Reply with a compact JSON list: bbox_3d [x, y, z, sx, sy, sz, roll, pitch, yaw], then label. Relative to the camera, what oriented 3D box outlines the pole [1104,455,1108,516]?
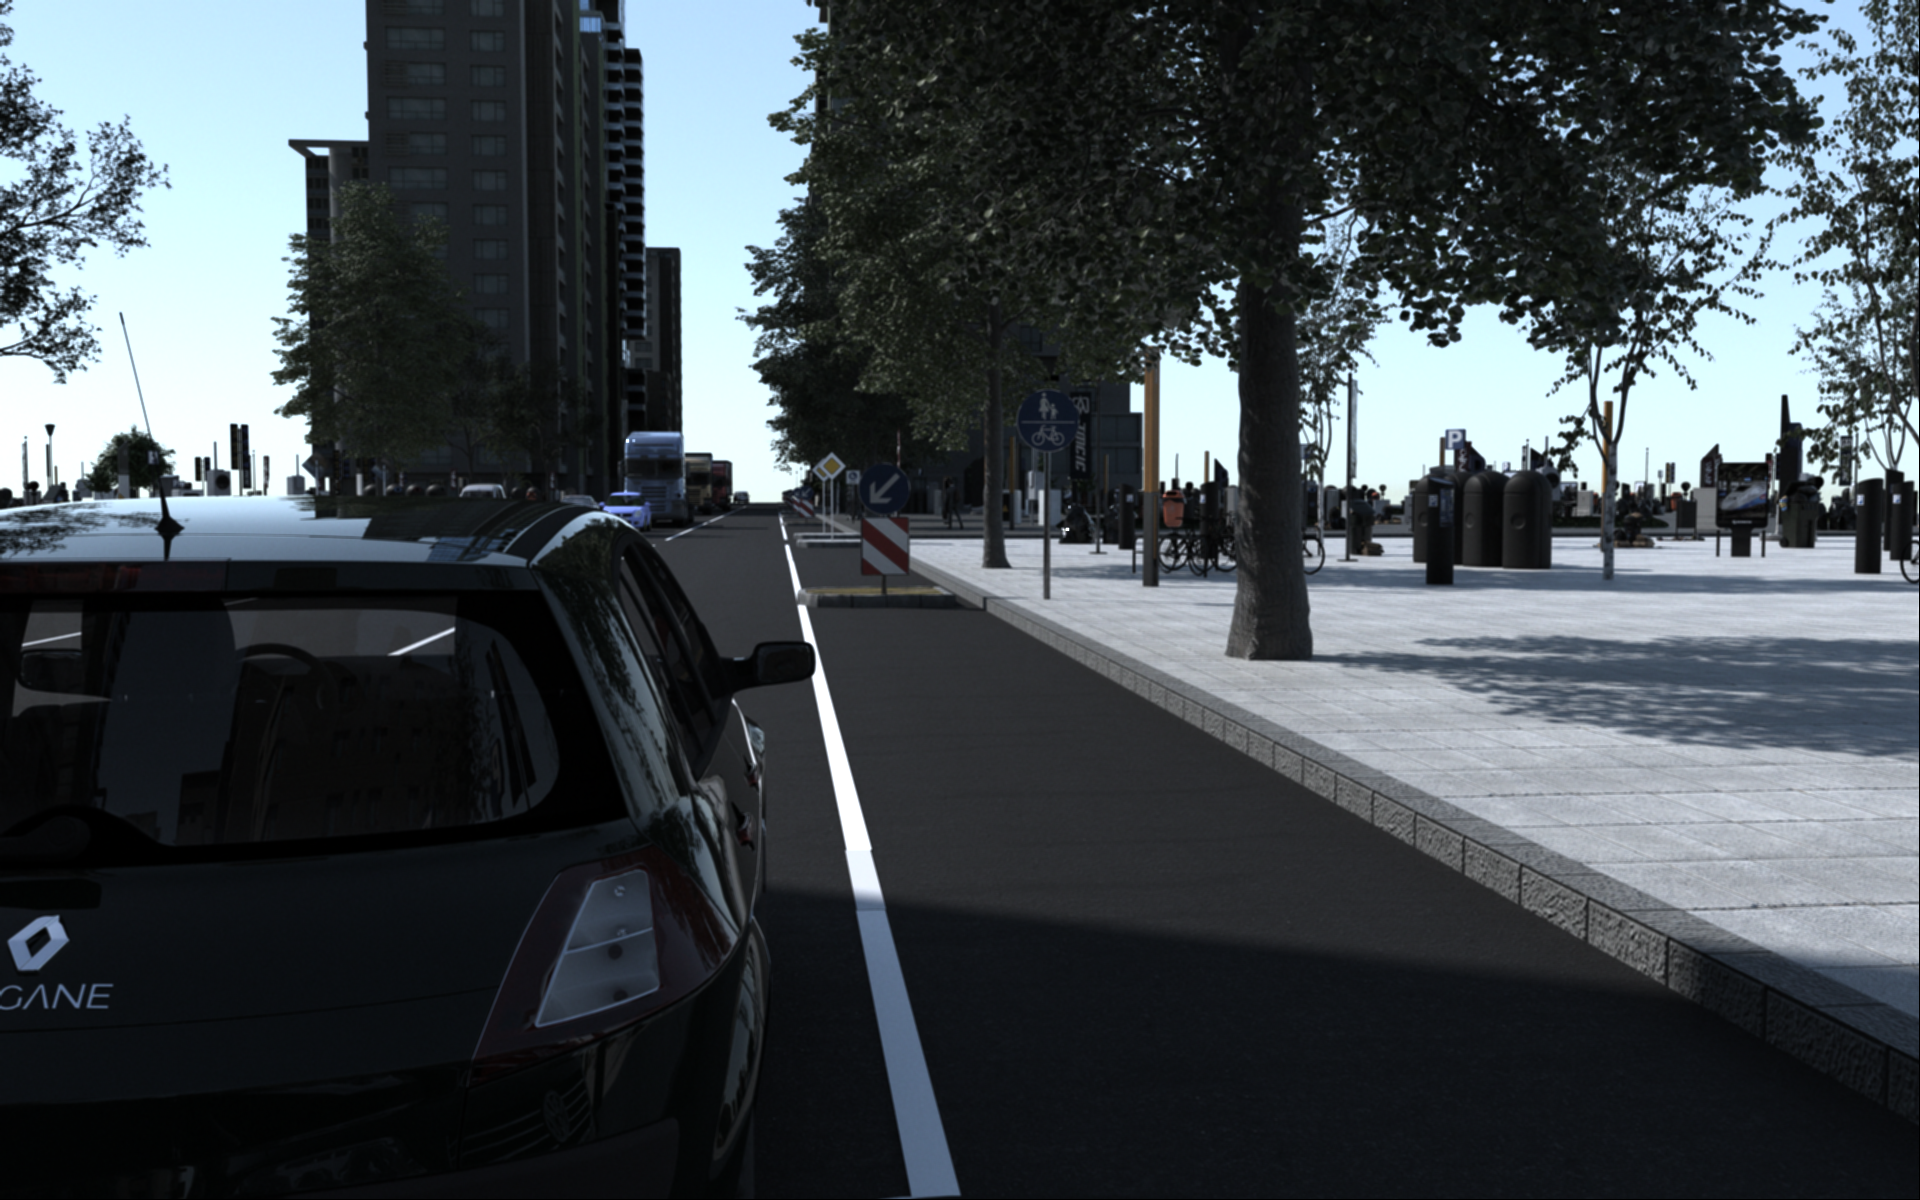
[{"bbox_3d":[7.532,-5.849,89.472,0.158,3.312,0.155,0,3,0],"label":"pole"}]

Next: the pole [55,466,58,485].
[{"bbox_3d":[-64.796,-7.974,124.220,0.158,3.312,0.155,0,3,0],"label":"pole"}]

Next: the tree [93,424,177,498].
[{"bbox_3d":[-37.750,-5.837,79.145,4.285,4.588,4.351,0,3,0],"label":"tree"}]

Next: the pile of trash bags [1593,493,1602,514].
[{"bbox_3d":[47.844,-7.516,132.634,3.447,1.369,1.912,2,4,25],"label":"pile of trash bags"}]

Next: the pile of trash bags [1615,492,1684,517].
[{"bbox_3d":[34.417,-4.706,86.703,3.447,1.369,1.912,3,4,38],"label":"pile of trash bags"}]

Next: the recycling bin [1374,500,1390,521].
[{"bbox_3d":[19.245,-4.066,79.038,0.722,1.027,0.722,1,4,13],"label":"recycling bin"}]

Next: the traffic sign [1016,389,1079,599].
[{"bbox_3d":[1.060,-1.281,21.043,0.768,2.556,0.104,0,4,-6],"label":"traffic sign"}]

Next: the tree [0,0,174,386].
[{"bbox_3d":[-17.792,-5.766,28.682,7.601,10.594,8.767,1,4,13],"label":"tree"}]

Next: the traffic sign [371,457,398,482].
[{"bbox_3d":[-17.957,-3.170,54.025,0.795,2.593,0.064,0,4,-6],"label":"traffic sign"}]

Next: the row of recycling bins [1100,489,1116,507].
[{"bbox_3d":[11.340,-7.587,131.154,3.534,1.692,1.069,3,4,37],"label":"row of recycling bins"}]

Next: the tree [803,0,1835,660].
[{"bbox_3d":[2.508,-6.514,13.158,9.857,13.997,8.962,0,3,0],"label":"tree"}]

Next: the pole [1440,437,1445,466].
[{"bbox_3d":[17.286,-4.176,62.117,0.158,3.312,0.155,0,3,0],"label":"pole"}]

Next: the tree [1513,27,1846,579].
[{"bbox_3d":[9.952,-4.624,25.957,4.360,8.622,3.978,0,3,0],"label":"tree"}]

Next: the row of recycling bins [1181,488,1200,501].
[{"bbox_3d":[16.420,-6.826,118.712,3.534,1.692,1.069,-3,4,-37],"label":"row of recycling bins"}]

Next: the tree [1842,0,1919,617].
[{"bbox_3d":[10.247,-4.140,18.051,4.360,8.622,3.978,0,3,0],"label":"tree"}]

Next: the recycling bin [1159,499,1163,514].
[{"bbox_3d":[10.845,-5.041,94.972,0.722,1.027,0.722,0,4,3],"label":"recycling bin"}]

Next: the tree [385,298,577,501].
[{"bbox_3d":[-23.641,-9.098,83.166,7.601,10.594,8.767,0,4,5],"label":"tree"}]

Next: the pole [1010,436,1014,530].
[{"bbox_3d":[1.844,-4.130,61.370,0.158,3.312,0.155,0,3,0],"label":"pole"}]

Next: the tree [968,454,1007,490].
[{"bbox_3d":[2.308,-8.735,126.536,4.285,4.588,4.351,0,3,0],"label":"tree"}]

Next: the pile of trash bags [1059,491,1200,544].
[{"bbox_3d":[4.196,-2.143,44.794,3.447,1.369,1.912,2,4,26],"label":"pile of trash bags"}]

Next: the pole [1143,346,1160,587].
[{"bbox_3d":[2.650,-1.842,23.958,0.158,3.312,0.155,0,3,0],"label":"pole"}]

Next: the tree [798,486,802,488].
[{"bbox_3d":[-19.180,-13.403,213.740,1.663,3.219,1.824,0,3,0],"label":"tree"}]

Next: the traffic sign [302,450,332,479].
[{"bbox_3d":[-17.110,-2.685,46.085,0.795,2.593,0.064,0,4,-6],"label":"traffic sign"}]

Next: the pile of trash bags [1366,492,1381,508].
[{"bbox_3d":[22.800,-5.337,97.020,1.912,1.369,3.447,2,4,32],"label":"pile of trash bags"}]

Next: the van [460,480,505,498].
[{"bbox_3d":[-19.463,-3.871,70.297,2.013,2.044,4.112,0,4,-6],"label":"van"}]

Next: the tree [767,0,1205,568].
[{"bbox_3d":[0.614,-6.801,29.315,7.486,12.596,7.792,0,3,0],"label":"tree"}]

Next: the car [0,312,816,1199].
[{"bbox_3d":[-1.318,0.356,3.960,2.009,1.686,4.222,0,4,-7],"label":"car"}]

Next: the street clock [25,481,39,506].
[{"bbox_3d":[-51.883,-5.657,97.068,0.358,2.002,0.471,3,4,38],"label":"street clock"}]

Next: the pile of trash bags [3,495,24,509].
[{"bbox_3d":[-59.061,-5.963,107.252,1.912,1.369,3.447,3,4,37],"label":"pile of trash bags"}]

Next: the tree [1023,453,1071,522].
[{"bbox_3d":[3.853,-5.196,79.552,1.663,3.219,1.824,0,3,0],"label":"tree"}]

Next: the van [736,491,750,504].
[{"bbox_3d":[-31.361,-14.896,250.565,2.013,2.044,4.112,0,4,-8],"label":"van"}]

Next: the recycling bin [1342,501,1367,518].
[{"bbox_3d":[15.239,-3.325,66.915,0.722,1.027,0.722,-3,4,-36],"label":"recycling bin"}]

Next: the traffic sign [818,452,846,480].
[{"bbox_3d":[-3.491,-2.772,47.512,0.795,2.593,0.064,0,4,-6],"label":"traffic sign"}]

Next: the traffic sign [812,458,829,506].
[{"bbox_3d":[-4.338,-3.258,55.453,0.795,2.593,0.064,0,4,-6],"label":"traffic sign"}]

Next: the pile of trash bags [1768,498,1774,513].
[{"bbox_3d":[53.989,-6.602,117.696,1.912,1.369,3.447,-2,4,-30],"label":"pile of trash bags"}]

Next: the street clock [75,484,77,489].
[{"bbox_3d":[-55.900,-6.451,110.045,0.471,2.002,0.358,1,4,10],"label":"street clock"}]

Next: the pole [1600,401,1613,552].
[{"bbox_3d":[14.218,-2.705,38.072,0.158,3.312,0.155,0,3,0],"label":"pole"}]

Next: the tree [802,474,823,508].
[{"bbox_3d":[-13.248,-10.030,158.588,1.663,3.219,1.824,0,3,0],"label":"tree"}]

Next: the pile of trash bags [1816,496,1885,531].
[{"bbox_3d":[31.561,-3.162,61.454,3.447,1.369,1.912,2,4,24],"label":"pile of trash bags"}]

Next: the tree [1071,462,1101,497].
[{"bbox_3d":[5.861,-5.528,84.982,1.663,3.219,1.824,0,3,0],"label":"tree"}]

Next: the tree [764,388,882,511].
[{"bbox_3d":[-9.611,-13.518,131.382,12.009,13.543,11.850,0,3,0],"label":"tree"}]

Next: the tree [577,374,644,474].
[{"bbox_3d":[-26.294,-10.815,111.231,8.767,10.594,7.601,1,4,20],"label":"tree"}]

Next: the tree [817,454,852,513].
[{"bbox_3d":[-8.293,-8.168,117.268,4.285,4.588,4.351,0,3,0],"label":"tree"}]

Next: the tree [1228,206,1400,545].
[{"bbox_3d":[8.900,-5.706,43.653,4.360,8.622,3.978,0,3,0],"label":"tree"}]

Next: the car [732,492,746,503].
[{"bbox_3d":[-34.134,-15.891,268.491,2.281,1.827,5.304,0,4,-7],"label":"car"}]

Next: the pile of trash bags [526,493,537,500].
[{"bbox_3d":[-26.194,-5.523,100.051,3.447,1.369,1.912,-1,4,-17],"label":"pile of trash bags"}]

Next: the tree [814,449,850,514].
[{"bbox_3d":[-7.703,-9.727,109.400,4.737,8.622,4.395,0,3,0],"label":"tree"}]

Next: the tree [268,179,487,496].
[{"bbox_3d":[-21.349,-8.888,63.449,7.486,12.596,7.792,0,3,0],"label":"tree"}]

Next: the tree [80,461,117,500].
[{"bbox_3d":[-41.931,-5.502,84.563,1.663,3.219,1.824,0,3,0],"label":"tree"}]

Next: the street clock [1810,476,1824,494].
[{"bbox_3d":[34.696,-4.012,70.167,0.471,2.002,0.358,-1,4,-11],"label":"street clock"}]

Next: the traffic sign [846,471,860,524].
[{"bbox_3d":[-4.605,-4.435,74.635,0.606,2.300,0.079,0,4,3],"label":"traffic sign"}]

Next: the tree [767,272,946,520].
[{"bbox_3d":[-5.062,-10.337,86.021,9.611,12.733,9.660,0,3,0],"label":"tree"}]

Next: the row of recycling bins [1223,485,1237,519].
[{"bbox_3d":[13.325,-4.415,79.296,1.069,1.692,3.534,-2,4,-30],"label":"row of recycling bins"}]

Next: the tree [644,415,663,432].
[{"bbox_3d":[-36.826,-16.508,204.325,7.601,10.594,8.767,-1,4,-15],"label":"tree"}]

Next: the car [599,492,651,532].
[{"bbox_3d":[-12.826,-3.482,66.516,1.945,1.707,3.694,0,4,-6],"label":"car"}]

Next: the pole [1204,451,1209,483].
[{"bbox_3d":[11.676,-5.391,81.985,0.158,3.312,0.155,0,3,0],"label":"pole"}]

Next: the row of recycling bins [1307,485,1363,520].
[{"bbox_3d":[16.799,-4.508,80.819,3.534,1.692,1.069,0,4,4],"label":"row of recycling bins"}]

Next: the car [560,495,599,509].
[{"bbox_3d":[-17.819,-4.173,80.592,2.083,1.381,4.827,0,4,-7],"label":"car"}]

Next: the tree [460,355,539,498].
[{"bbox_3d":[-23.993,-8.601,90.982,4.737,8.622,4.395,0,3,0],"label":"tree"}]

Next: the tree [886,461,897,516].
[{"bbox_3d":[-3.652,-9.122,99.502,4.360,8.622,3.978,0,3,0],"label":"tree"}]
